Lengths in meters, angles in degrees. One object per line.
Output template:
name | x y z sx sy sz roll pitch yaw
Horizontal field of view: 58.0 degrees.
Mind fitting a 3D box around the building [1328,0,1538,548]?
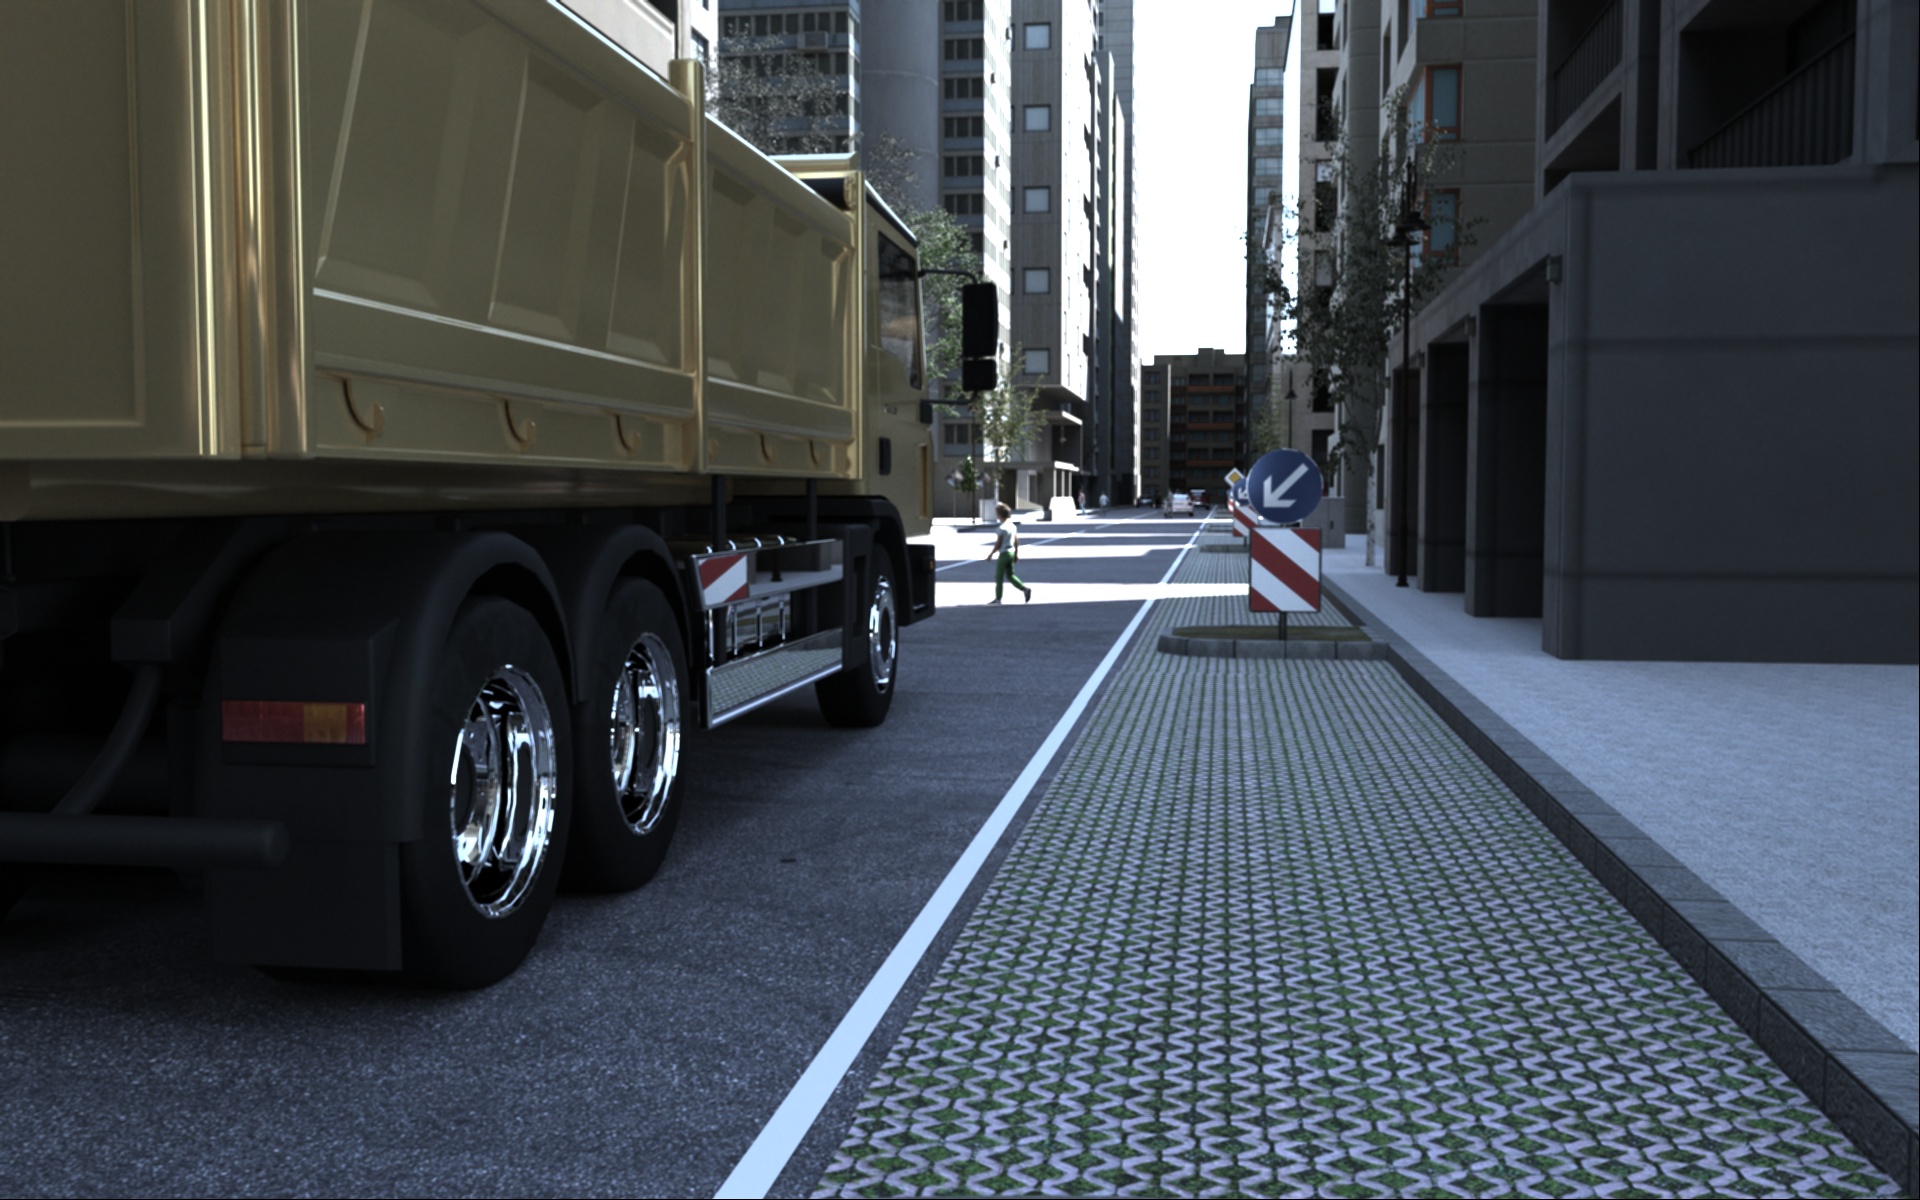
building | 25.095 -12.368 47.255 27.650 21.520 28.899 1 4 9

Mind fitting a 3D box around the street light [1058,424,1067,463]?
street light | 6.704 -8.614 113.633 0.468 5.910 1.993 1 4 9

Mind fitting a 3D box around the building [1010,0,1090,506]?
building | -4.432 -33.114 130.657 28.713 52.752 27.495 1 4 9

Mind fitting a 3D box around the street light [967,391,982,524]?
street light | 0.597 -6.223 74.526 0.468 5.910 1.993 1 4 9

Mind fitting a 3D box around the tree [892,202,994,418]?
tree | -2.407 -8.126 58.619 9.928 11.665 9.643 0 3 0

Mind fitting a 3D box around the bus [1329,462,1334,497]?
bus | 21.167 -4.428 67.262 13.247 3.499 2.948 0 4 7

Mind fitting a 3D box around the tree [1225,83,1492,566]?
tree | 7.106 -4.917 30.760 4.360 8.622 3.978 0 3 0

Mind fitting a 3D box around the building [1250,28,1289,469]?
building | 33.247 -28.850 155.296 14.154 41.232 14.086 1 4 9

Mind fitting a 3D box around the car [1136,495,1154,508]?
car | 19.575 -10.449 183.425 1.945 1.354 3.894 0 4 7

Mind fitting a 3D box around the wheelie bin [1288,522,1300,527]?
wheelie bin | 11.431 -3.086 58.364 0.980 1.594 0.693 0 4 -7

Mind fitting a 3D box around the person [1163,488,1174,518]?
person | 12.417 -5.774 103.110 0.583 1.804 0.606 2 4 32

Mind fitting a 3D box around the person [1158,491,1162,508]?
person | 20.878 -10.570 182.124 0.742 1.727 0.445 2 4 32

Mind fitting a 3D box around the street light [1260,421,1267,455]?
street light | 18.787 -8.217 107.131 0.468 5.910 1.993 1 4 9

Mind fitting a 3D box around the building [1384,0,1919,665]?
building | 15.407 -35.223 14.142 20.563 71.187 20.611 1 4 9

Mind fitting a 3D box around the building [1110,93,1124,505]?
building | 10.628 -33.079 190.953 14.600 45.320 14.200 1 4 9

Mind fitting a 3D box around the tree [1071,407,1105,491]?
tree | 10.083 -11.970 146.077 4.360 8.622 3.978 0 3 0

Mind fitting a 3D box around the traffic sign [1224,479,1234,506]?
traffic sign | 11.478 -4.221 72.655 0.795 2.450 0.064 1 4 9

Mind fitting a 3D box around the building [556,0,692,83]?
building | -17.329 -24.485 24.024 21.300 48.544 21.600 1 4 9

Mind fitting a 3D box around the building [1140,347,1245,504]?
building | 35.291 -24.351 243.185 28.899 21.520 27.650 1 4 9

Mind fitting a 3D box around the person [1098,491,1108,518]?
person | 8.629 -5.745 104.236 0.589 1.601 0.330 -1 4 -14

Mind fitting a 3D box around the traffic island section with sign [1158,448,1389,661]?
traffic island section with sign | 2.836 -0.443 15.864 1.989 1.847 2.006 1 4 9

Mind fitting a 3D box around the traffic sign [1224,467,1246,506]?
traffic sign | 10.272 -3.738 64.762 0.795 2.450 0.064 1 4 9

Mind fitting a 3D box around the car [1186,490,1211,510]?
car | 21.697 -9.105 157.537 2.281 1.827 5.304 1 4 10

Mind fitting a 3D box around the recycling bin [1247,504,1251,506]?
recycling bin | 23.146 -7.641 137.483 0.722 1.027 0.722 2 4 25

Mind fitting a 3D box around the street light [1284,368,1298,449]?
street light | 12.128 -5.557 63.644 0.468 5.910 1.993 1 4 9

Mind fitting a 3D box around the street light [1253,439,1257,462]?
street light | 24.917 -10.608 146.234 0.468 5.910 1.993 1 4 9

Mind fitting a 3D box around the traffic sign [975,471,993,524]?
traffic sign | 1.008 -4.320 74.269 0.795 2.450 0.064 1 4 9

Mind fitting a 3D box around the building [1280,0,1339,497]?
building | 32.217 -16.759 78.533 34.151 26.468 19.350 1 4 9

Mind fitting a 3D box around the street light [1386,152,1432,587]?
street light | 6.140 -3.123 23.855 0.468 5.910 1.993 1 4 9

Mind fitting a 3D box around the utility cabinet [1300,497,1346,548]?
utility cabinet | 8.592 -1.827 41.034 1.020 1.237 0.306 0 4 1

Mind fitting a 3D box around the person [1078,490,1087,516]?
person | 7.897 -6.259 111.672 0.643 1.720 0.563 0 4 -7

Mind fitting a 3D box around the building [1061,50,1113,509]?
building | 6.252 -28.901 156.128 14.154 41.232 14.086 1 4 9

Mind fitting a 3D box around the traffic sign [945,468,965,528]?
traffic sign | -0.198 -3.837 66.375 0.795 2.450 0.064 1 4 9

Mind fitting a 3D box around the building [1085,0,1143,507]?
building | 11.708 -47.477 214.493 20.611 71.187 20.563 1 4 9

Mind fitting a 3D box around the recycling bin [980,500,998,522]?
recycling bin | 1.305 -4.063 78.983 0.722 1.027 0.722 -1 4 -10

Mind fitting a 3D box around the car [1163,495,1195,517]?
car | 14.124 -6.071 111.629 2.083 1.381 4.827 0 4 7

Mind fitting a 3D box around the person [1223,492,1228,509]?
person | 25.626 -9.617 167.212 0.415 1.643 0.593 0 4 -6

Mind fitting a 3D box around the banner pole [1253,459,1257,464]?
banner pole | 20.876 -8.114 122.686 0.401 3.779 0.863 2 4 24

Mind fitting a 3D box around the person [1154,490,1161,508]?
person | 19.692 -10.053 172.879 0.705 1.823 1.348 -1 4 -23

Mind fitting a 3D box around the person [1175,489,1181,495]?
person | 17.328 -7.940 138.192 0.514 1.842 0.818 -3 5 -41

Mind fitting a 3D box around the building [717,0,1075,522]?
building | -10.089 -24.829 97.831 32.217 40.220 23.993 1 4 9

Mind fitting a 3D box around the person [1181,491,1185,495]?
person | 24.790 -11.222 191.988 0.705 1.823 1.348 3 5 44

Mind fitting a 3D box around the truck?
truck | -2.001 -0.785 8.760 3.469 3.379 9.791 1 4 9

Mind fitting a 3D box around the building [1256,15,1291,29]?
building | 39.867 -33.540 172.080 21.300 48.544 21.600 1 4 9

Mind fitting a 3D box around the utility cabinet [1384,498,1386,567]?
utility cabinet | 7.802 -1.149 29.947 0.306 1.237 1.020 -2 4 -30

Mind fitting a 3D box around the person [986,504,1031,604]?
person | 0.636 -0.602 22.590 0.590 1.304 0.306 1 4 19

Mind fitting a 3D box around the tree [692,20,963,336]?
tree | -5.015 -8.235 45.017 12.009 13.543 11.850 0 3 0

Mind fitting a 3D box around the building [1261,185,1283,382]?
building | 29.608 -20.537 133.039 12.463 27.353 25.104 1 4 9

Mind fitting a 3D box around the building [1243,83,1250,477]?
building | 42.966 -34.918 194.610 21.300 48.544 21.600 1 4 9

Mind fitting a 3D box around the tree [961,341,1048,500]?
tree | 1.953 -8.046 81.919 4.737 8.622 4.395 0 3 0

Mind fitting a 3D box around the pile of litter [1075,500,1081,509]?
pile of litter | 9.910 -8.172 147.577 1.176 0.858 1.719 2 4 29

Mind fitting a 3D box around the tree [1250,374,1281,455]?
tree | 19.015 -9.252 101.632 4.737 8.622 4.395 0 3 0

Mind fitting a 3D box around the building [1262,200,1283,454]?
building | 24.671 -16.082 112.088 9.793 20.994 18.267 1 4 9

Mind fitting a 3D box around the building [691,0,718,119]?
building | -16.282 -23.026 60.073 14.086 41.232 14.154 1 4 9

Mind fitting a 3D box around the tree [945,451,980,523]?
tree | 0.398 -5.059 77.318 1.663 3.219 1.824 0 3 0

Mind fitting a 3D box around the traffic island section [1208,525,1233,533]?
traffic island section | 10.297 -2.603 64.835 2.009 0.180 2.903 1 4 9
